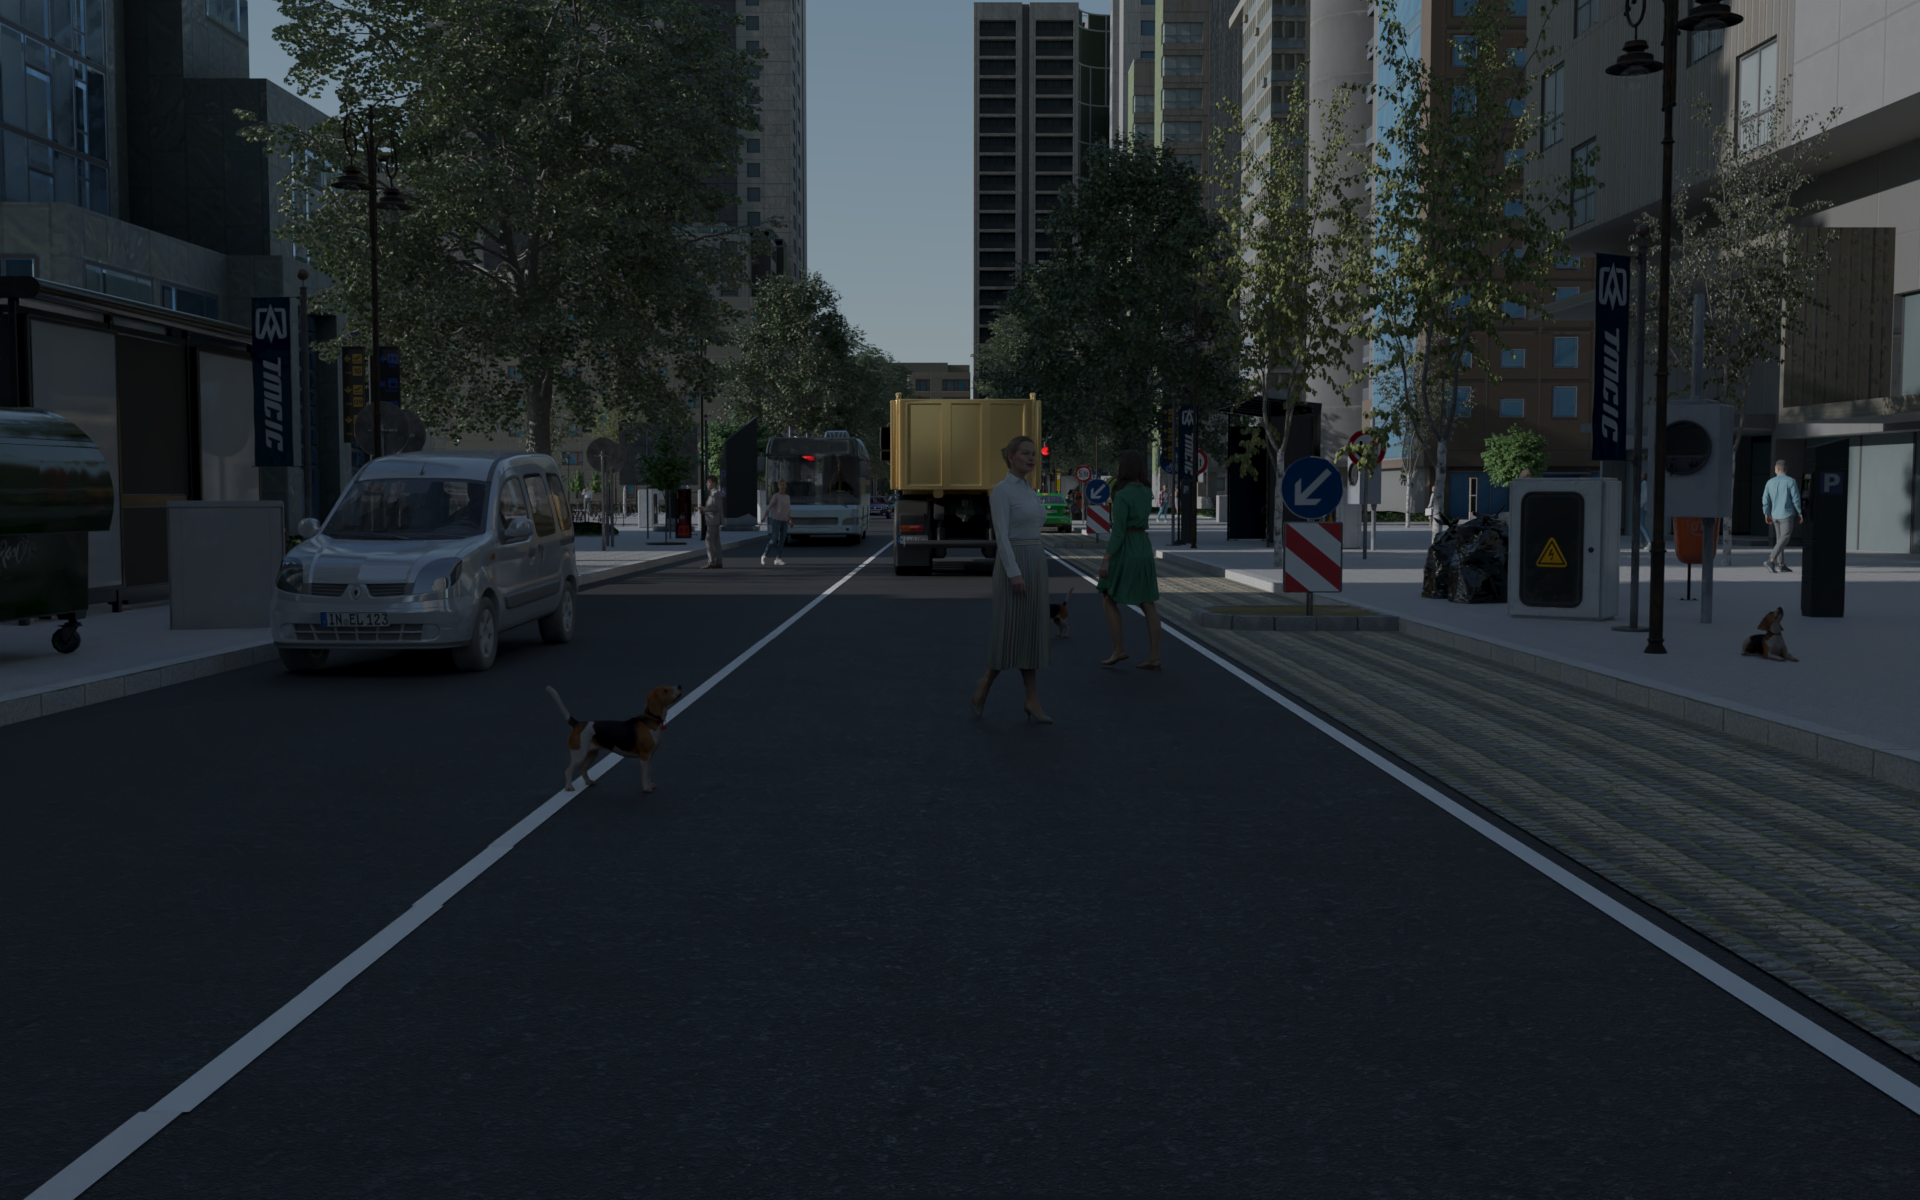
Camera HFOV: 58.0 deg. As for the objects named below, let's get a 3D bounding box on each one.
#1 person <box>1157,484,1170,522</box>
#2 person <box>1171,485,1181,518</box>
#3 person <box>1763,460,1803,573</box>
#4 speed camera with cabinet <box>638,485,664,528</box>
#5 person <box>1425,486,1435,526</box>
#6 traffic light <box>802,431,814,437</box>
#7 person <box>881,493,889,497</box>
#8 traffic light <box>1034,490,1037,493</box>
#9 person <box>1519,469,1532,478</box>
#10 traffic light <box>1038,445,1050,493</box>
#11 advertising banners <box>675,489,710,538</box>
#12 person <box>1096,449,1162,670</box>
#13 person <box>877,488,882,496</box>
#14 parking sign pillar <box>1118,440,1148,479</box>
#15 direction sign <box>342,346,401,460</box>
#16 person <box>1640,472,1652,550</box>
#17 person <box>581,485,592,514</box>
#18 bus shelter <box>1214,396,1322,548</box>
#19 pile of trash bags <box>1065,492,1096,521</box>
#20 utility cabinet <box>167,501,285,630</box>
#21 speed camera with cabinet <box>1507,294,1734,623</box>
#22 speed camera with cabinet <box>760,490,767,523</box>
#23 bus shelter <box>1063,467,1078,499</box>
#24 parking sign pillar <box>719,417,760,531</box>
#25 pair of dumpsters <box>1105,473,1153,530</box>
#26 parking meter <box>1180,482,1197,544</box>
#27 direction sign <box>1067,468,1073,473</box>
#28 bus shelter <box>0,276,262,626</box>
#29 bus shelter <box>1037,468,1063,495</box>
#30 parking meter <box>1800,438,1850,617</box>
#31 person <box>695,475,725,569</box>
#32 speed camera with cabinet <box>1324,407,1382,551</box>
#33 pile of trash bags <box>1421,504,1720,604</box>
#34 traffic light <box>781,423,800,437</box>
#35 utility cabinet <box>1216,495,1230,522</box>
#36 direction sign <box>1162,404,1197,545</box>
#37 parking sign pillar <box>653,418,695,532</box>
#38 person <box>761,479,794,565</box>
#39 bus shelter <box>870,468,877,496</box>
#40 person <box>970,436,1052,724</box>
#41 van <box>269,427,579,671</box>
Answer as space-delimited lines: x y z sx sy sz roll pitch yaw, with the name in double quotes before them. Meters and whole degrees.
"person" 9.257 -4.390 78.652 0.563 1.720 0.643 -2 4 -24
"person" 11.624 -5.277 92.684 0.532 1.782 0.716 3 4 37
"person" 13.384 -1.372 28.337 0.748 1.841 0.638 -1 4 -20
"speed camera with cabinet" -11.842 -4.411 66.464 0.660 3.252 2.038 0 4 3
"person" 20.300 -3.988 74.064 0.694 1.780 0.624 -1 4 -22
"traffic light" -6.728 -5.366 76.659 0.839 4.253 0.868 0 4 0
"person" -9.924 -13.413 225.364 1.348 1.822 0.705 2 4 24
"traffic light" 3.333 -5.369 76.710 0.839 4.253 0.868 0 4 0
"person" 11.824 -1.824 36.048 0.709 1.800 0.728 0 4 2
"traffic light" 3.361 -4.881 68.725 0.839 4.253 0.868 0 4 0
"advertising banners" -7.992 -3.302 50.170 2.074 3.025 0.090 -2 4 -24
"person" 1.403 -0.332 14.169 0.529 1.795 0.600 2 4 32
"person" -7.683 -9.542 162.143 1.348 1.812 0.705 3 4 37
"parking sign pillar" 7.724 -5.444 77.483 1.447 3.967 1.447 -2 4 -24
"direction sign" -9.012 -2.116 26.588 0.876 3.537 0.379 0 4 -1
"person" 15.914 -2.079 40.301 0.793 1.790 0.793 -1 4 -16
"person" -22.431 -5.986 104.021 0.679 1.850 0.850 -1 4 -19
"bus shelter" 7.868 -3.261 44.608 1.731 3.624 6.357 0 4 0
"pile of trash bags" 5.891 -4.603 85.013 1.912 1.369 3.447 0 4 -1
"utility cabinet" -7.019 -0.333 16.604 1.020 1.237 0.306 -1 4 -20
"speed camera with cabinet" 6.644 -1.415 17.477 2.038 3.252 0.660 3 4 37
"speed camera with cabinet" -9.111 -5.097 77.666 2.038 3.252 0.660 -2 4 -30
"bus shelter" 8.068 -7.926 123.506 2.014 3.302 5.546 0 4 0
"parking sign pillar" -7.667 -4.376 60.023 1.447 3.967 1.447 -3 5 -42
"pair of dumpsters" 6.087 -3.732 63.514 1.574 2.255 4.437 0 4 0
"parking meter" 5.928 -2.397 44.898 0.255 1.863 0.399 -3 5 -41
"direction sign" 8.261 -8.607 132.721 0.876 3.537 0.379 -1 4 -14
"bus shelter" -9.891 -2.478 18.145 2.179 5.291 8.768 0 4 0
"bus shelter" 5.747 -7.701 119.842 2.014 3.302 5.546 0 4 0
"parking meter" 9.009 -0.756 18.071 0.399 1.863 0.255 0 4 4
"person" -4.827 -1.506 33.328 0.583 1.804 0.606 -1 4 -19
"speed camera with cabinet" 9.071 -2.798 40.086 0.660 3.252 2.038 -1 4 -11
"pile of trash bags" 7.387 -0.681 20.887 3.447 1.369 1.912 1 4 9
"traffic light" -6.700 -4.878 68.674 0.839 4.253 0.868 0 4 0
"utility cabinet" 12.251 -4.166 79.275 1.020 1.237 0.306 -1 4 -19
"direction sign" 5.521 -3.158 43.629 0.876 3.537 0.379 1 4 19
"parking sign pillar" -9.816 -4.332 59.300 1.447 3.967 1.447 0 4 -5
"person" -3.791 -1.585 35.092 0.598 1.740 0.731 2 4 31
"bus shelter" -7.771 -9.893 139.375 2.179 5.291 8.768 0 4 0
"person" 0.319 -0.136 10.951 0.478 1.798 0.641 -3 5 -43
"van" -4.611 -0.508 15.322 2.013 2.044 4.112 0 4 1
